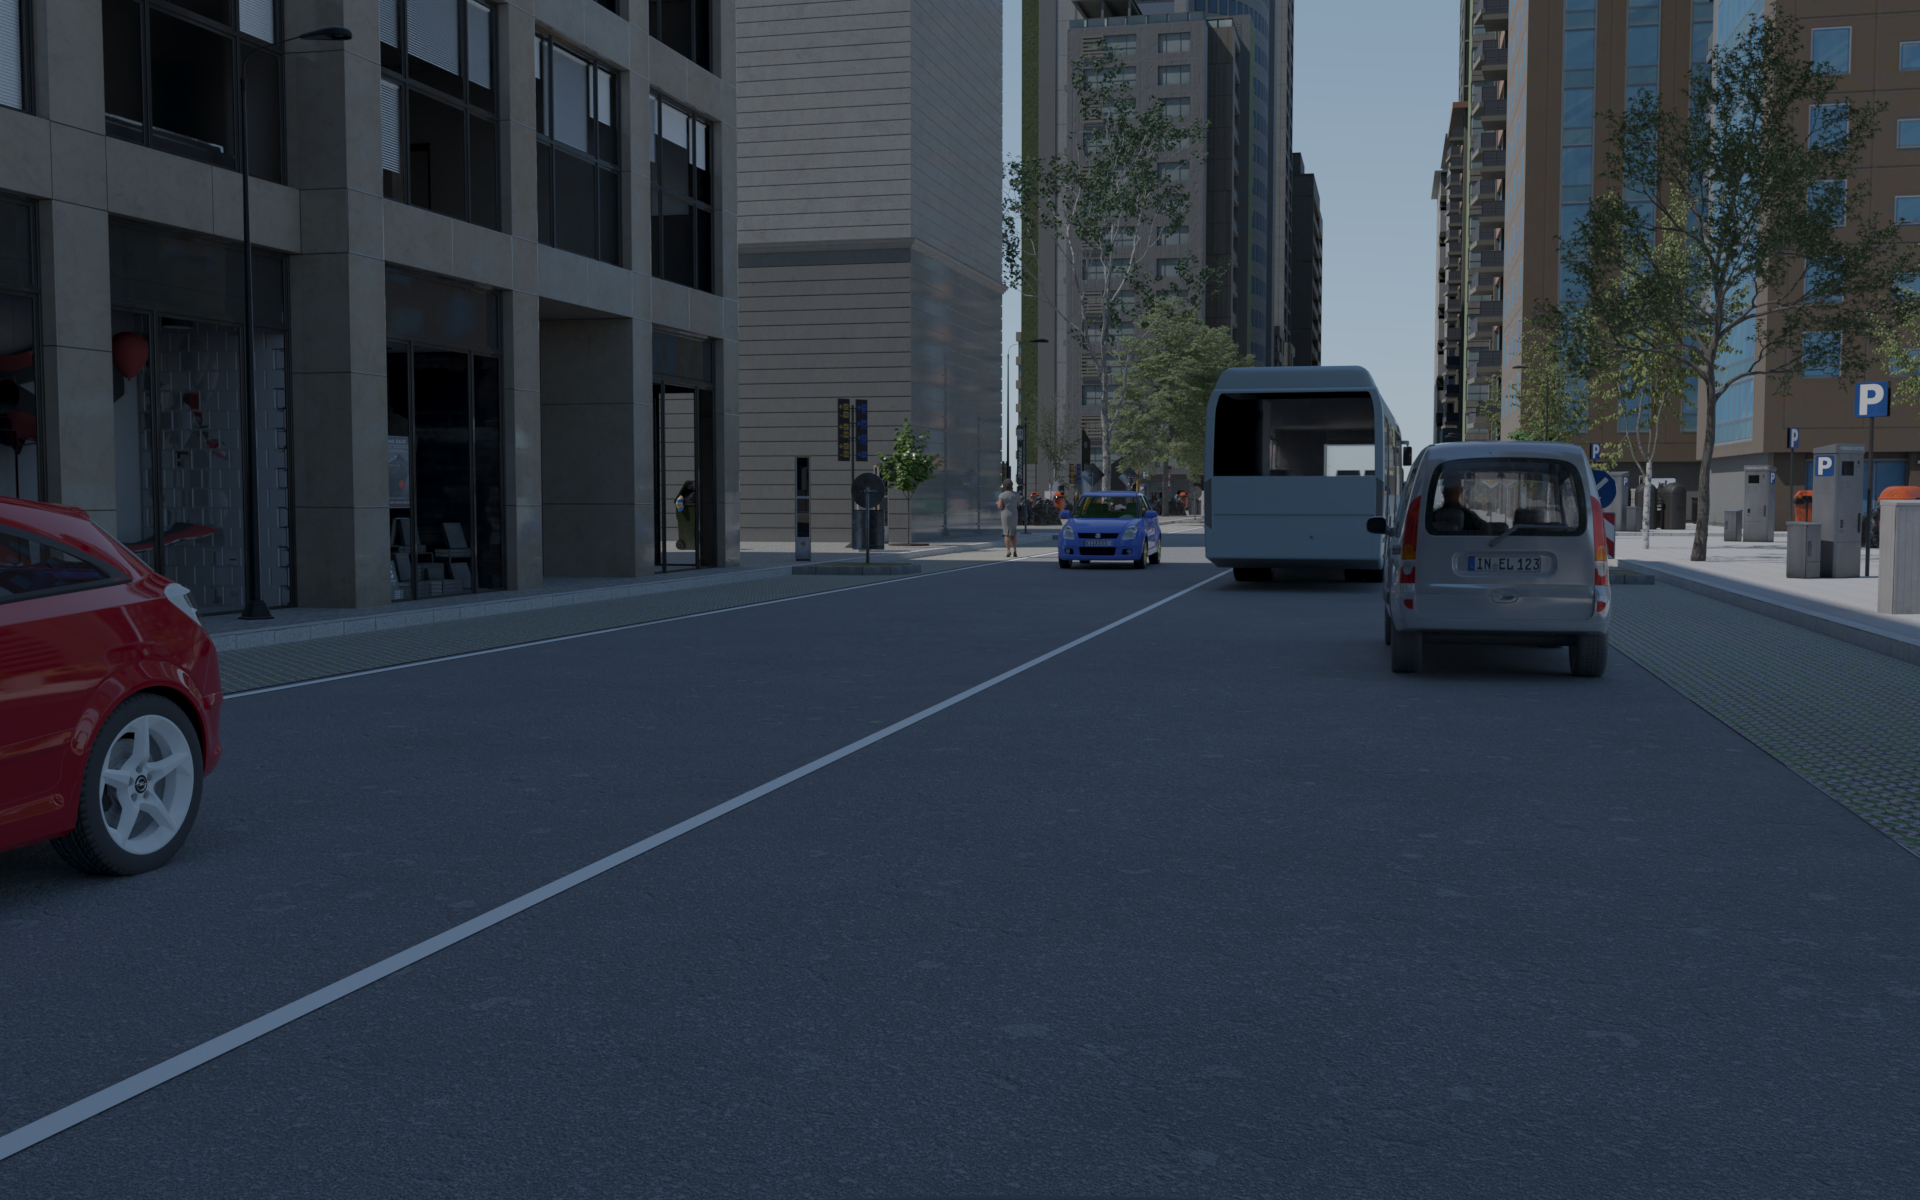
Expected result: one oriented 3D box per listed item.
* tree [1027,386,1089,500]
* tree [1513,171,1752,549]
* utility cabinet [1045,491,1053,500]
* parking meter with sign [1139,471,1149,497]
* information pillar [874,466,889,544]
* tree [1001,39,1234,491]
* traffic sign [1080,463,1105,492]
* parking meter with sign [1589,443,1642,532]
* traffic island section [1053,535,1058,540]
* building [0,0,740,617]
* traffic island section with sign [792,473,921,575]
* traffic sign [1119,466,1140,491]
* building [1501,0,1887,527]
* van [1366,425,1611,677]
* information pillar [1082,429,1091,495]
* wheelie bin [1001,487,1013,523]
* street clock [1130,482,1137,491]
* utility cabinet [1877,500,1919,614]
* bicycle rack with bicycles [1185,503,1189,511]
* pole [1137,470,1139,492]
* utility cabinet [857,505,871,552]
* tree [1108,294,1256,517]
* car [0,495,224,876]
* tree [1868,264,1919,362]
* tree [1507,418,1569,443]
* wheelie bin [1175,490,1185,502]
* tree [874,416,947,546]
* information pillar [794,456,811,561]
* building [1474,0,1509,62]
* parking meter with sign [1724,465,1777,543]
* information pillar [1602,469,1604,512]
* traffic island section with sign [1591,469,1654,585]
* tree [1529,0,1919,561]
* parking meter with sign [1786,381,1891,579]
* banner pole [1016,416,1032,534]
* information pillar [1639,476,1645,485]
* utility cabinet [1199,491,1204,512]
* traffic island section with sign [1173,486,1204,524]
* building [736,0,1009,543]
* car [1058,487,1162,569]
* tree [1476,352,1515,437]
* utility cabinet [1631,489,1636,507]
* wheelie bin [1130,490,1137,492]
[{"bbox_3d":[6.413,-10.291,118.617,4.360,8.622,3.978,0,3,0],"label":"tree"},{"bbox_3d":[16.134,-5.505,40.369,4.737,8.622,4.395,0,3,0],"label":"tree"},{"bbox_3d":[6.858,-7.384,129.407,0.318,1.500,1.173,-3,5,-44],"label":"utility cabinet"},{"bbox_3d":[13.960,-8.321,132.305,0.543,3.016,1.738,1,4,22],"label":"parking meter with sign"},{"bbox_3d":[-2.032,-2.464,44.770,0.304,2.012,0.304,-2,4,-25],"label":"information pillar"},{"bbox_3d":[5.515,-13.409,75.133,12.611,20.169,13.585,0,3,0],"label":"tree"},{"bbox_3d":[4.216,-3.153,55.191,0.795,2.450,0.064,1,4,14],"label":"traffic sign"},{"bbox_3d":[22.398,-3.844,59.111,0.543,3.016,1.738,-3,5,-39],"label":"parking meter with sign"},{"bbox_3d":[4.191,-2.017,55.259,2.009,0.180,2.903,1,4,14],"label":"traffic island section"},{"bbox_3d":[-17.336,-12.927,15.878,19.350,26.468,34.151,1,4,14],"label":"building"},{"bbox_3d":[-1.780,-1.386,31.290,1.989,1.847,2.006,1,4,14],"label":"traffic island section with sign"},{"bbox_3d":[6.149,-3.627,62.940,0.795,2.450,0.064,1,4,14],"label":"traffic sign"},{"bbox_3d":[33.303,-26.358,81.057,14.600,45.320,14.200,1,4,14],"label":"building"},{"bbox_3d":[4.570,-0.493,15.072,2.013,2.044,4.112,1,4,13],"label":"van"},{"bbox_3d":[4.556,-4.364,62.712,0.183,3.616,0.504,2,4,35],"label":"information pillar"},{"bbox_3d":[2.035,-4.263,77.606,0.980,1.594,0.693,1,4,10],"label":"wheelie bin"},{"bbox_3d":[8.982,-5.214,89.823,0.358,2.002,0.471,-1,4,-13],"label":"street clock"},{"bbox_3d":[10.426,-0.454,18.584,1.020,1.237,0.306,0,4,-5],"label":"utility cabinet"},{"bbox_3d":[17.410,-7.080,129.146,2.925,0.926,2.852,0,4,-3],"label":"bicycle rack with bicycles"},{"bbox_3d":[12.232,-7.659,119.069,0.158,3.312,0.155,0,3,0],"label":"pole"},{"bbox_3d":[-2.164,-1.692,38.831,0.306,1.237,1.020,0,4,-5],"label":"utility cabinet"},{"bbox_3d":[12.125,-11.019,98.291,7.486,12.596,7.792,0,3,0],"label":"tree"},{"bbox_3d":[-4.235,0.229,5.301,2.155,1.783,4.494,1,4,13],"label":"car"},{"bbox_3d":[25.782,-5.762,44.564,4.737,8.622,4.395,0,3,0],"label":"tree"},{"bbox_3d":[24.585,-5.507,73.748,4.285,4.588,4.351,0,3,0],"label":"tree"},{"bbox_3d":[17.577,-7.930,137.561,0.980,1.594,0.693,-2,4,-30],"label":"wheelie bin"},{"bbox_3d":[-1.398,-2.963,43.046,1.663,3.219,1.824,0,3,0],"label":"tree"},{"bbox_3d":[-3.014,-1.757,33.221,0.304,2.012,0.304,0,4,-7],"label":"information pillar"},{"bbox_3d":[43.888,-27.780,108.821,22.147,44.769,28.867,1,4,14],"label":"building"},{"bbox_3d":[21.306,-3.051,46.141,0.543,3.016,1.738,-3,5,-42],"label":"parking meter with sign"},{"bbox_3d":[18.460,-2.789,50.095,0.304,2.012,0.304,2,4,28],"label":"information pillar"},{"bbox_3d":[10.169,-1.204,28.310,1.989,1.847,2.006,1,4,14],"label":"traffic island section with sign"},{"bbox_3d":[14.476,-6.015,32.761,7.601,10.594,8.767,1,4,18],"label":"tree"},{"bbox_3d":[13.442,-1.854,26.570,1.738,3.016,0.543,-2,4,-28],"label":"parking meter with sign"},{"bbox_3d":[2.001,-4.007,55.539,0.401,3.779,0.863,2,4,30],"label":"banner pole"},{"bbox_3d":[27.333,-3.956,69.174,0.304,2.012,0.304,-1,4,-19],"label":"information pillar"},{"bbox_3d":[17.805,-7.139,125.401,0.318,1.500,1.173,-3,5,-39],"label":"utility cabinet"},{"bbox_3d":[11.487,-4.637,84.447,1.989,1.847,2.006,1,4,14],"label":"traffic island section with sign"},{"bbox_3d":[-14.226,-16.879,53.465,29.804,29.767,11.434,1,4,14],"label":"building"},{"bbox_3d":[3.001,-1.518,34.410,1.945,1.707,3.694,1,4,13],"label":"car"},{"bbox_3d":[23.425,-7.214,68.305,4.737,8.622,4.395,0,3,0],"label":"tree"},{"bbox_3d":[28.931,-4.041,74.749,1.173,1.500,0.318,2,4,34],"label":"utility cabinet"},{"bbox_3d":[12.390,-7.075,123.579,0.980,1.594,0.693,2,4,35],"label":"wheelie bin"}]
